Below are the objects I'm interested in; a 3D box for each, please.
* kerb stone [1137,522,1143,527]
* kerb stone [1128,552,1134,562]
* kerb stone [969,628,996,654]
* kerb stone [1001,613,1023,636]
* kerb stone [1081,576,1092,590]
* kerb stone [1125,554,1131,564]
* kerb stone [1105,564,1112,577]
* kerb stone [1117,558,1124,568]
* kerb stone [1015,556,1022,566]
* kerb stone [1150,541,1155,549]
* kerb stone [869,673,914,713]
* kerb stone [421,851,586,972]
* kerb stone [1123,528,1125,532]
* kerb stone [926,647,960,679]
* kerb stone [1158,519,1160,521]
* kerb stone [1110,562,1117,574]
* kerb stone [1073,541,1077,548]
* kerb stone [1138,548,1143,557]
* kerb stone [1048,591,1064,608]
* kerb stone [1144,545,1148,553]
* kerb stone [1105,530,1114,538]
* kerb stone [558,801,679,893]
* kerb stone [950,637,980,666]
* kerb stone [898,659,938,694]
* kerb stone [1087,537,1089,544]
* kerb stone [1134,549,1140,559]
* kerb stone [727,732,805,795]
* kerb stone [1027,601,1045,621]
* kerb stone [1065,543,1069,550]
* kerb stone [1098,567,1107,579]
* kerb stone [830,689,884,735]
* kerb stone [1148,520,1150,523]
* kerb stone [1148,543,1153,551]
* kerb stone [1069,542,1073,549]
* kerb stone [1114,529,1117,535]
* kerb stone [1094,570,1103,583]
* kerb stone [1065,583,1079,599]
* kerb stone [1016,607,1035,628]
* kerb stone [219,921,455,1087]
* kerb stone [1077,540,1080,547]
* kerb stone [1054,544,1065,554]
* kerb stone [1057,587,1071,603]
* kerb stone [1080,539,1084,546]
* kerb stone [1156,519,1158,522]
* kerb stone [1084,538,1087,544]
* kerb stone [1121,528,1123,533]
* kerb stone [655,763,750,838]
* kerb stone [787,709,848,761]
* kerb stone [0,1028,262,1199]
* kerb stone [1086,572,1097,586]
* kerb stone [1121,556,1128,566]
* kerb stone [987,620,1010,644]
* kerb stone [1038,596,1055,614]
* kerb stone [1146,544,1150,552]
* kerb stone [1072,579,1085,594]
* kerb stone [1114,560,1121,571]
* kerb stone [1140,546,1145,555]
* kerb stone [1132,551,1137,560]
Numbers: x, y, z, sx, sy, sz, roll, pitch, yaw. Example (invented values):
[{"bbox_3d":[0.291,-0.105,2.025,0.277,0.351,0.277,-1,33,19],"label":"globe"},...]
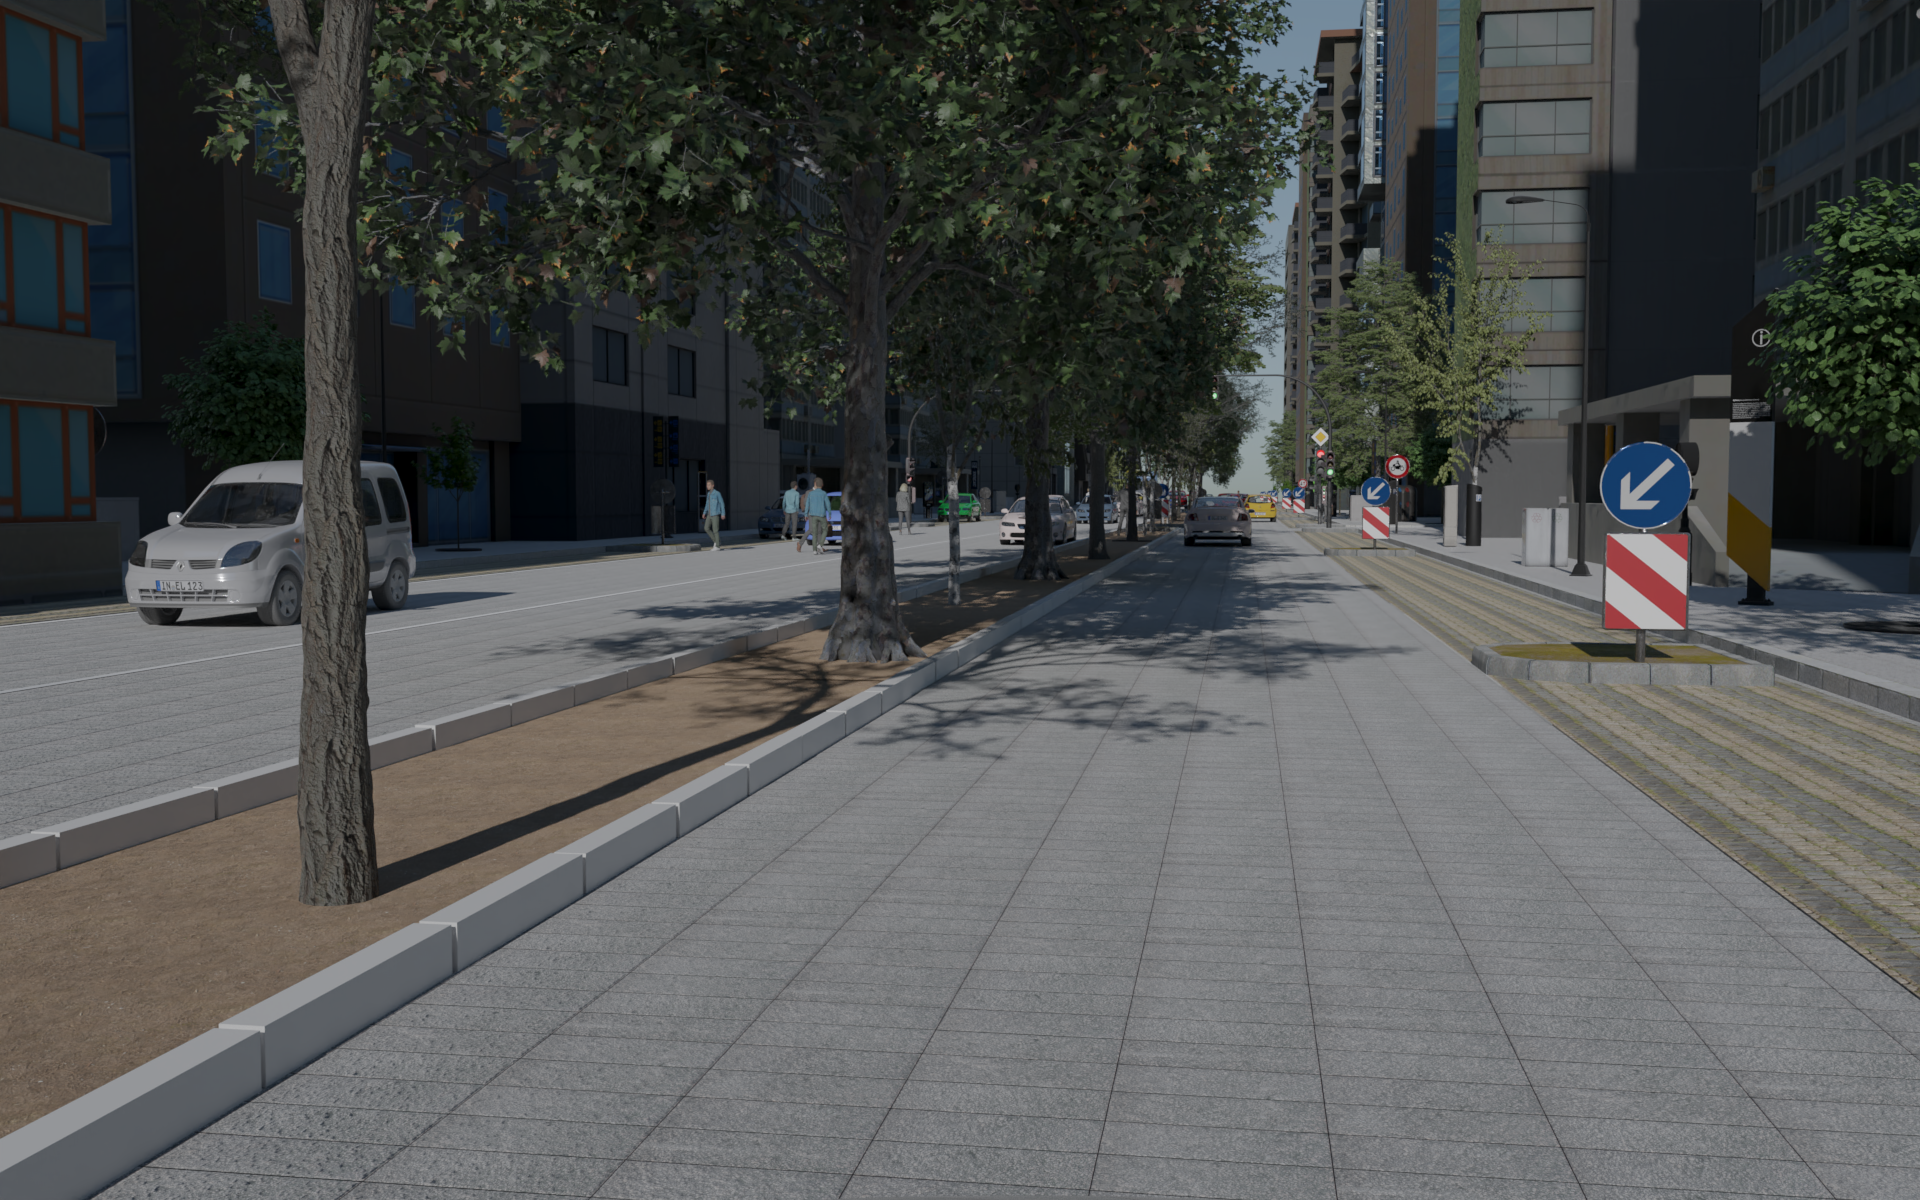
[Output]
[{"bbox_3d":[8.124,-3.377,77.427,0.120,0.150,1.000,1,4,9],"label":"kerb stone"},{"bbox_3d":[3.478,-0.848,36.054,0.120,0.150,1.000,1,4,9],"label":"kerb stone"},{"bbox_3d":[0.175,0.391,15.809,0.120,0.150,1.000,1,4,9],"label":"kerb stone"},{"bbox_3d":[0.501,0.267,17.836,0.120,0.150,1.000,1,4,9],"label":"kerb stone"},{"bbox_3d":[1.831,-0.229,25.939,0.120,0.150,1.000,1,4,9],"label":"kerb stone"},{"bbox_3d":[3.321,-0.784,35.042,0.120,0.150,1.000,1,4,9],"label":"kerb stone"},{"bbox_3d":[2.493,-0.475,29.980,0.120,0.150,1.000,1,4,9],"label":"kerb stone"},{"bbox_3d":[2.991,-0.660,33.024,0.120,0.150,1.000,1,4,9],"label":"kerb stone"},{"bbox_3d":[1.079,-0.741,34.367,0.120,0.150,1.000,1,4,9],"label":"kerb stone"},{"bbox_3d":[4.813,-1.343,44.149,0.120,0.150,1.000,1,4,9],"label":"kerb stone"},{"bbox_3d":[-0.484,0.638,11.761,0.120,0.150,1.000,1,4,9],"label":"kerb stone"},{"bbox_3d":[-1.484,1.010,5.689,0.120,0.150,1.000,1,4,9],"label":"kerb stone"},{"bbox_3d":[5.882,-2.540,63.720,0.120,0.150,1.000,1,4,9],"label":"kerb stone"},{"bbox_3d":[-0.160,0.514,13.787,0.120,0.150,1.000,1,4,9],"label":"kerb stone"},{"bbox_3d":[10.766,-4.365,93.590,0.120,0.150,1.000,1,4,9],"label":"kerb stone"},{"bbox_3d":[2.663,-0.532,30.989,0.120,0.150,1.000,1,4,9],"label":"kerb stone"},{"bbox_3d":[2.903,-1.425,45.487,0.120,0.150,1.000,1,4,9],"label":"kerb stone"},{"bbox_3d":[3.980,-1.034,39.097,0.120,0.150,1.000,1,4,9],"label":"kerb stone"},{"bbox_3d":[1.166,0.019,21.891,0.120,0.150,1.000,1,4,9],"label":"kerb stone"},{"bbox_3d":[4.314,-1.157,41.118,0.120,0.150,1.000,1,4,9],"label":"kerb stone"},{"bbox_3d":[5.049,-2.228,58.664,0.120,0.150,1.000,1,4,9],"label":"kerb stone"},{"bbox_3d":[-1.319,0.953,6.711,0.120,0.150,1.000,1,4,9],"label":"kerb stone"},{"bbox_3d":[0.011,0.453,14.800,0.120,0.150,1.000,1,4,9],"label":"kerb stone"},{"bbox_3d":[-0.329,0.576,12.777,0.120,0.150,1.000,1,4,9],"label":"kerb stone"},{"bbox_3d":[3.563,-1.673,49.553,0.120,0.150,1.000,1,4,9],"label":"kerb stone"},{"bbox_3d":[3.819,-0.964,38.081,0.120,0.150,1.000,1,4,9],"label":"kerb stone"},{"bbox_3d":[-0.979,0.824,8.730,0.120,0.150,1.000,1,4,9],"label":"kerb stone"},{"bbox_3d":[0.833,0.145,19.854,0.120,0.150,1.000,1,4,9],"label":"kerb stone"},{"bbox_3d":[2.567,-1.300,43.465,0.120,0.150,1.000,1,4,9],"label":"kerb stone"},{"bbox_3d":[2.322,-0.414,28.969,0.120,0.150,1.000,1,4,9],"label":"kerb stone"},{"bbox_3d":[-0.652,0.700,10.748,0.120,0.150,1.000,1,4,9],"label":"kerb stone"},{"bbox_3d":[8.622,-3.560,80.452,0.120,0.150,1.000,1,4,9],"label":"kerb stone"},{"bbox_3d":[4.646,-1.278,43.141,0.120,0.150,1.000,1,4,9],"label":"kerb stone"},{"bbox_3d":[2.736,-1.363,44.479,0.120,0.150,1.000,1,4,9],"label":"kerb stone"},{"bbox_3d":[5.221,-2.292,59.675,0.120,0.150,1.000,1,4,9],"label":"kerb stone"},{"bbox_3d":[2.161,-0.352,27.958,0.120,0.150,1.000,1,4,9],"label":"kerb stone"},{"bbox_3d":[1.497,-0.104,23.909,0.120,0.150,1.000,1,4,9],"label":"kerb stone"},{"bbox_3d":[0.670,0.209,18.845,0.120,0.150,1.000,1,4,9],"label":"kerb stone"},{"bbox_3d":[-1.654,1.071,4.680,0.120,0.150,1.000,1,4,9],"label":"kerb stone"},{"bbox_3d":[3.055,-1.487,46.514,0.120,0.150,1.000,1,4,9],"label":"kerb stone"},{"bbox_3d":[2.400,-1.238,42.452,0.120,0.150,1.000,1,4,9],"label":"kerb stone"},{"bbox_3d":[1.329,-0.042,22.901,0.120,0.150,1.000,1,4,9],"label":"kerb stone"},{"bbox_3d":[3.228,-1.549,47.529,0.120,0.150,1.000,1,4,9],"label":"kerb stone"},{"bbox_3d":[9.780,-3.995,87.519,0.120,0.150,1.000,1,4,9],"label":"kerb stone"},{"bbox_3d":[3.396,-1.607,48.538,0.120,0.150,1.000,1,4,9],"label":"kerb stone"},{"bbox_3d":[5.715,-2.478,62.706,0.120,0.150,1.000,1,4,9],"label":"kerb stone"},{"bbox_3d":[-1.147,0.889,7.719,0.120,0.150,1.000,1,4,9],"label":"kerb stone"},{"bbox_3d":[-0.819,0.766,9.740,0.120,0.150,1.000,1,4,9],"label":"kerb stone"},{"bbox_3d":[-1.816,1.136,3.670,0.120,0.150,1.000,1,4,9],"label":"kerb stone"},{"bbox_3d":[1.994,-0.291,26.948,0.120,0.150,1.000,1,4,9],"label":"kerb stone"},{"bbox_3d":[3.150,-0.724,34.034,0.120,0.150,1.000,1,4,9],"label":"kerb stone"},{"bbox_3d":[0.338,0.332,16.818,0.120,0.150,1.000,1,4,9],"label":"kerb stone"},{"bbox_3d":[1.000,0.083,20.877,0.120,0.150,1.000,1,4,9],"label":"kerb stone"},{"bbox_3d":[4.472,-1.219,42.133,0.120,0.150,1.000,1,4,9],"label":"kerb stone"},{"bbox_3d":[1.658,-0.167,24.929,0.120,0.150,1.000,1,4,9],"label":"kerb stone"},{"bbox_3d":[2.825,-0.600,31.998,0.120,0.150,1.000,1,4,9],"label":"kerb stone"},{"bbox_3d":[4.146,-1.095,40.106,0.120,0.150,1.000,1,4,9],"label":"kerb stone"},{"bbox_3d":[3.645,-0.910,37.073,0.120,0.150,1.000,1,4,9],"label":"kerb stone"}]
